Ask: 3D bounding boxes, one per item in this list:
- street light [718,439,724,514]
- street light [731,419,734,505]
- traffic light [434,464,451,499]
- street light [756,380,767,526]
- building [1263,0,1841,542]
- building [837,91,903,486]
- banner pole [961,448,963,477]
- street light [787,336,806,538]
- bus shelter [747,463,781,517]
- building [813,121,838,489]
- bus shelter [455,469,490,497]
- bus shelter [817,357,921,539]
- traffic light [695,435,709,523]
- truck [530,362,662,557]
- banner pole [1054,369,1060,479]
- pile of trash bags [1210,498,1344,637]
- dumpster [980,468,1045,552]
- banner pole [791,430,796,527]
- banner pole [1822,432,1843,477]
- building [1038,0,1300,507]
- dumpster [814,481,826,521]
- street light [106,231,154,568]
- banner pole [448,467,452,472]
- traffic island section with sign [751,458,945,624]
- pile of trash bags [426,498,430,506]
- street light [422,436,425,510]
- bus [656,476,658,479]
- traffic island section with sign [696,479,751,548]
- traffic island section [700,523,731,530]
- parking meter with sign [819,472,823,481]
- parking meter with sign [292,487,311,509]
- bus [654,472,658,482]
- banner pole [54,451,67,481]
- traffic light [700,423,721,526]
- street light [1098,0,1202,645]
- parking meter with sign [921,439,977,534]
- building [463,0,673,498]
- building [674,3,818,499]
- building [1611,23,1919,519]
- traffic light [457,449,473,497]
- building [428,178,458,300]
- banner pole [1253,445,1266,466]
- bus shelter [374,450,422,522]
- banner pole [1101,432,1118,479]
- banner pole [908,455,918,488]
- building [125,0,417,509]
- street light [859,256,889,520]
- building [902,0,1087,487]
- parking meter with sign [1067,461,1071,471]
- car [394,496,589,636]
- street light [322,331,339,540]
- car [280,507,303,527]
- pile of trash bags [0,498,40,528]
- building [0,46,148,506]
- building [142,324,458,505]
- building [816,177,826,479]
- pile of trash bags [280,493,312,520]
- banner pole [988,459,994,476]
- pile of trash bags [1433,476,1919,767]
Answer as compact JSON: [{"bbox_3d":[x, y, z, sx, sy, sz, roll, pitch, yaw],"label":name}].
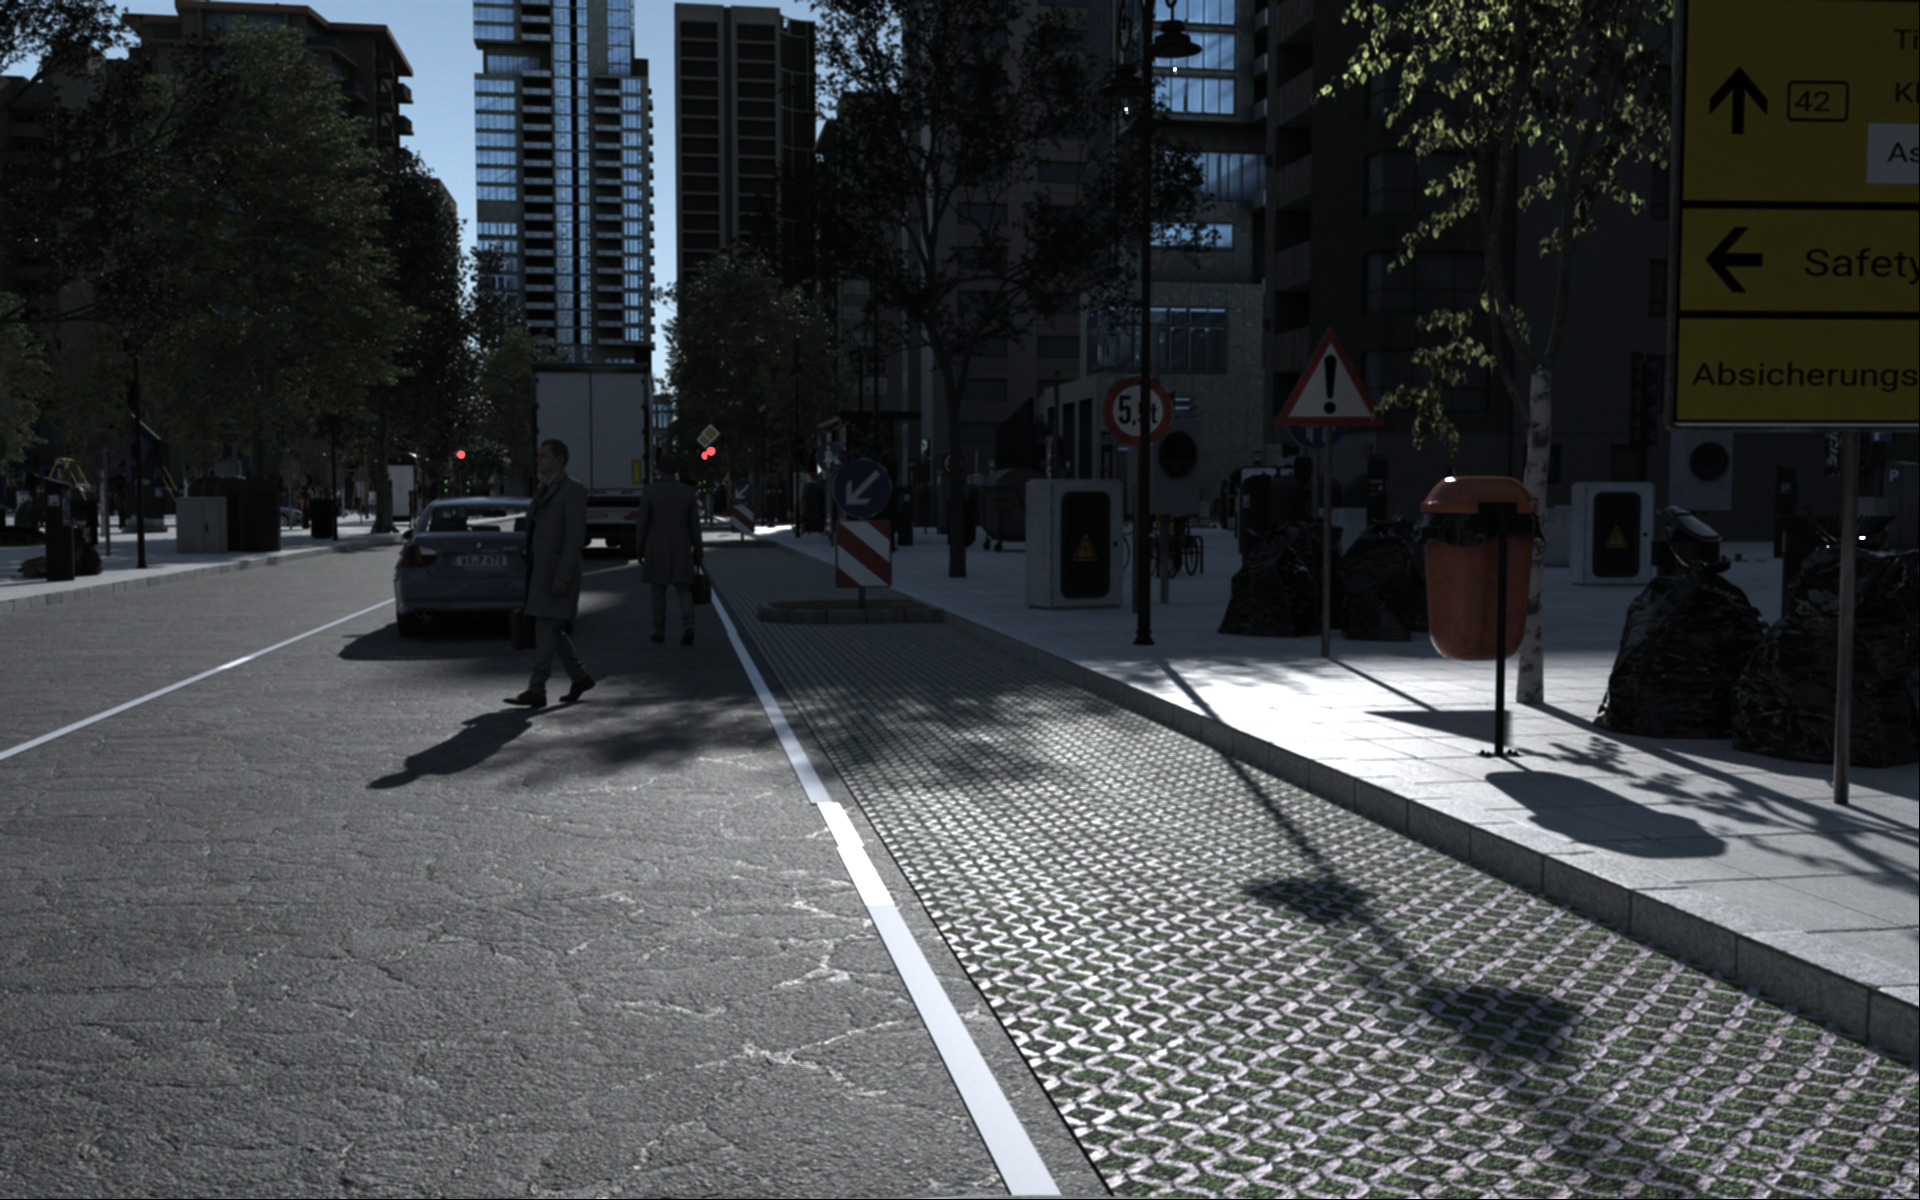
[{"bbox_3d":[-15.673,-8.604,113.460,0.468,5.910,1.993,-1,4,-10],"label":"street light"},{"bbox_3d":[-12.459,-7.461,94.775,0.468,5.910,1.993,-1,4,-10],"label":"street light"},{"bbox_3d":[-20.195,-4.788,67.203,0.839,4.253,0.868,-1,4,-10],"label":"traffic light"},{"bbox_3d":[-7.857,-5.884,68.995,0.468,5.910,1.993,-1,4,-10],"label":"street light"},{"bbox_3d":[16.448,-17.128,51.744,14.160,30.474,14.107,-1,4,-10],"label":"building"},{"bbox_3d":[-5.919,-30.382,180.339,14.154,41.232,14.086,-1,4,-10],"label":"building"},{"bbox_3d":[0.071,-6.362,94.032,0.401,3.779,0.863,-1,4,-9],"label":"banner pole"},{"bbox_3d":[-4.787,-4.779,50.917,0.468,5.910,1.993,-1,4,-10],"label":"street light"},{"bbox_3d":[-10.826,-6.221,95.630,2.014,3.302,5.546,-1,4,-10],"label":"bus shelter"},{"bbox_3d":[-5.511,-33.486,202.118,22.147,44.769,28.867,-1,4,-10],"label":"building"},{"bbox_3d":[-28.717,-6.821,102.802,1.731,3.624,6.357,-1,4,-10],"label":"bus shelter"},{"bbox_3d":[-2.716,-4.294,47.842,2.179,5.291,8.768,-1,4,-10],"label":"bus shelter"},{"bbox_3d":[-11.313,-5.379,76.868,0.839,4.253,0.868,-1,4,-10],"label":"traffic light"},{"bbox_3d":[-8.762,-3.273,42.430,2.839,4.237,11.283,-1,4,-9],"label":"truck"},{"bbox_3d":[1.936,-2.751,34.999,0.401,3.779,0.863,0,4,-2],"label":"banner pole"},{"bbox_3d":[4.059,-0.421,16.637,1.912,1.369,3.447,3,5,41],"label":"pile of trash bags"},{"bbox_3d":[1.235,-2.036,39.050,1.264,1.857,1.865,-1,4,-10],"label":"dumpster"},{"bbox_3d":[-6.328,-4.714,67.097,0.401,3.779,0.863,-1,4,-13],"label":"banner pole"},{"bbox_3d":[15.450,-2.472,30.434,0.401,3.779,0.863,-1,4,-10],"label":"banner pole"},{"bbox_3d":[20.724,-48.430,104.499,31.000,86.520,22.319,-1,4,-10],"label":"building"},{"bbox_3d":[-6.397,-4.413,77.908,1.264,1.857,1.865,-1,4,-10],"label":"dumpster"},{"bbox_3d":[-14.152,-3.486,29.780,0.468,5.910,1.993,-1,4,-10],"label":"street light"},{"bbox_3d":[-31.820,-7.222,108.101,0.401,3.779,0.863,-3,4,-37],"label":"banner pole"},{"bbox_3d":[-1.313,-0.690,19.902,1.989,1.847,2.006,-1,4,-10],"label":"traffic island section with sign"},{"bbox_3d":[-37.809,-6.750,120.118,3.447,1.369,1.912,-1,4,-13],"label":"pile of trash bags"},{"bbox_3d":[-20.639,-5.735,66.558,0.468,5.910,1.993,-1,4,-10],"label":"street light"},{"bbox_3d":[-31.442,-10.965,174.136,2.948,3.499,13.247,-1,4,-9],"label":"bus"},{"bbox_3d":[-6.044,-2.345,46.965,1.989,1.847,2.006,-1,4,-10],"label":"traffic island section with sign"},{"bbox_3d":[-11.272,-3.346,76.989,2.009,0.180,2.903,-1,4,-10],"label":"traffic island section"},{"bbox_3d":[-10.242,-8.615,137.124,1.738,3.016,0.543,1,4,21],"label":"parking meter with sign"},{"bbox_3d":[-45.176,-7.456,118.161,1.738,3.016,0.543,-1,4,-13],"label":"parking meter with sign"},{"bbox_3d":[-29.079,-10.181,158.004,2.896,3.916,12.252,-1,4,-8],"label":"bus"},{"bbox_3d":[-52.313,-6.785,100.943,0.401,3.779,0.863,3,5,43],"label":"banner pole"},{"bbox_3d":[-9.941,-4.898,69.001,0.839,4.253,0.868,-1,4,-10],"label":"traffic light"},{"bbox_3d":[1.569,-2.558,14.604,0.468,5.910,1.993,-1,4,-10],"label":"street light"},{"bbox_3d":[-0.345,-3.622,55.473,1.738,3.016,0.543,-2,4,-24],"label":"parking meter with sign"},{"bbox_3d":[-58.058,-57.528,253.261,31.000,86.520,22.319,-1,4,-10],"label":"building"},{"bbox_3d":[-31.730,-50.116,257.648,20.611,71.187,20.563,-1,4,-10],"label":"building"},{"bbox_3d":[51.410,-20.574,108.088,14.107,30.474,14.160,-1,4,-10],"label":"building"},{"bbox_3d":[-21.567,-5.269,75.070,0.839,4.253,0.868,-1,4,-10],"label":"traffic light"},{"bbox_3d":[-84.421,-38.321,250.252,21.600,48.544,21.300,-1,4,-10],"label":"building"},{"bbox_3d":[15.414,-6.054,89.006,0.863,3.779,0.401,-1,4,-19],"label":"banner pole"},{"bbox_3d":[-26.568,-5.449,83.021,2.014,3.302,5.546,-1,4,-10],"label":"bus shelter"},{"bbox_3d":[5.335,-4.359,61.292,0.863,3.779,0.401,-1,4,-22],"label":"banner pole"},{"bbox_3d":[-2.973,-7.451,111.841,0.863,3.779,0.401,-1,4,-21],"label":"banner pole"},{"bbox_3d":[-62.227,-30.815,158.443,22.147,44.769,28.867,-1,4,-10],"label":"building"},{"bbox_3d":[-1.587,-3.674,32.861,0.468,5.910,1.993,-1,4,-10],"label":"street light"},{"bbox_3d":[6.053,-36.169,133.364,21.231,58.520,28.212,-1,4,-10],"label":"building"},{"bbox_3d":[5.432,-5.866,92.173,0.543,3.016,1.738,0,4,-8],"label":"parking meter with sign"},{"bbox_3d":[-5.090,-0.423,18.920,2.014,1.417,4.499,-1,4,-11],"label":"car"},{"bbox_3d":[-17.314,-4.590,47.842,0.468,5.910,1.993,-1,4,-10],"label":"street light"},{"bbox_3d":[-29.096,-3.585,70.625,4.499,1.417,2.014,-1,4,-10],"label":"car"},{"bbox_3d":[-35.906,-3.325,64.112,3.447,1.369,1.912,-1,4,-12],"label":"pile of trash bags"},{"bbox_3d":[-96.988,-34.635,189.983,21.600,48.544,21.300,-1,4,-10],"label":"building"},{"bbox_3d":[-71.701,-21.268,192.770,28.899,21.520,27.650,-1,4,-10],"label":"building"},{"bbox_3d":[-8.171,-41.440,266.777,27.495,52.752,28.713,-1,4,-10],"label":"building"},{"bbox_3d":[-38.595,-5.381,97.732,3.447,1.369,1.912,-3,5,-45],"label":"pile of trash bags"},{"bbox_3d":[2.099,-7.252,108.585,0.863,3.779,0.401,2,4,32],"label":"banner pole"},{"bbox_3d":[3.994,0.051,8.927,3.447,1.369,1.912,-1,4,-10],"label":"pile of trash bags"}]
